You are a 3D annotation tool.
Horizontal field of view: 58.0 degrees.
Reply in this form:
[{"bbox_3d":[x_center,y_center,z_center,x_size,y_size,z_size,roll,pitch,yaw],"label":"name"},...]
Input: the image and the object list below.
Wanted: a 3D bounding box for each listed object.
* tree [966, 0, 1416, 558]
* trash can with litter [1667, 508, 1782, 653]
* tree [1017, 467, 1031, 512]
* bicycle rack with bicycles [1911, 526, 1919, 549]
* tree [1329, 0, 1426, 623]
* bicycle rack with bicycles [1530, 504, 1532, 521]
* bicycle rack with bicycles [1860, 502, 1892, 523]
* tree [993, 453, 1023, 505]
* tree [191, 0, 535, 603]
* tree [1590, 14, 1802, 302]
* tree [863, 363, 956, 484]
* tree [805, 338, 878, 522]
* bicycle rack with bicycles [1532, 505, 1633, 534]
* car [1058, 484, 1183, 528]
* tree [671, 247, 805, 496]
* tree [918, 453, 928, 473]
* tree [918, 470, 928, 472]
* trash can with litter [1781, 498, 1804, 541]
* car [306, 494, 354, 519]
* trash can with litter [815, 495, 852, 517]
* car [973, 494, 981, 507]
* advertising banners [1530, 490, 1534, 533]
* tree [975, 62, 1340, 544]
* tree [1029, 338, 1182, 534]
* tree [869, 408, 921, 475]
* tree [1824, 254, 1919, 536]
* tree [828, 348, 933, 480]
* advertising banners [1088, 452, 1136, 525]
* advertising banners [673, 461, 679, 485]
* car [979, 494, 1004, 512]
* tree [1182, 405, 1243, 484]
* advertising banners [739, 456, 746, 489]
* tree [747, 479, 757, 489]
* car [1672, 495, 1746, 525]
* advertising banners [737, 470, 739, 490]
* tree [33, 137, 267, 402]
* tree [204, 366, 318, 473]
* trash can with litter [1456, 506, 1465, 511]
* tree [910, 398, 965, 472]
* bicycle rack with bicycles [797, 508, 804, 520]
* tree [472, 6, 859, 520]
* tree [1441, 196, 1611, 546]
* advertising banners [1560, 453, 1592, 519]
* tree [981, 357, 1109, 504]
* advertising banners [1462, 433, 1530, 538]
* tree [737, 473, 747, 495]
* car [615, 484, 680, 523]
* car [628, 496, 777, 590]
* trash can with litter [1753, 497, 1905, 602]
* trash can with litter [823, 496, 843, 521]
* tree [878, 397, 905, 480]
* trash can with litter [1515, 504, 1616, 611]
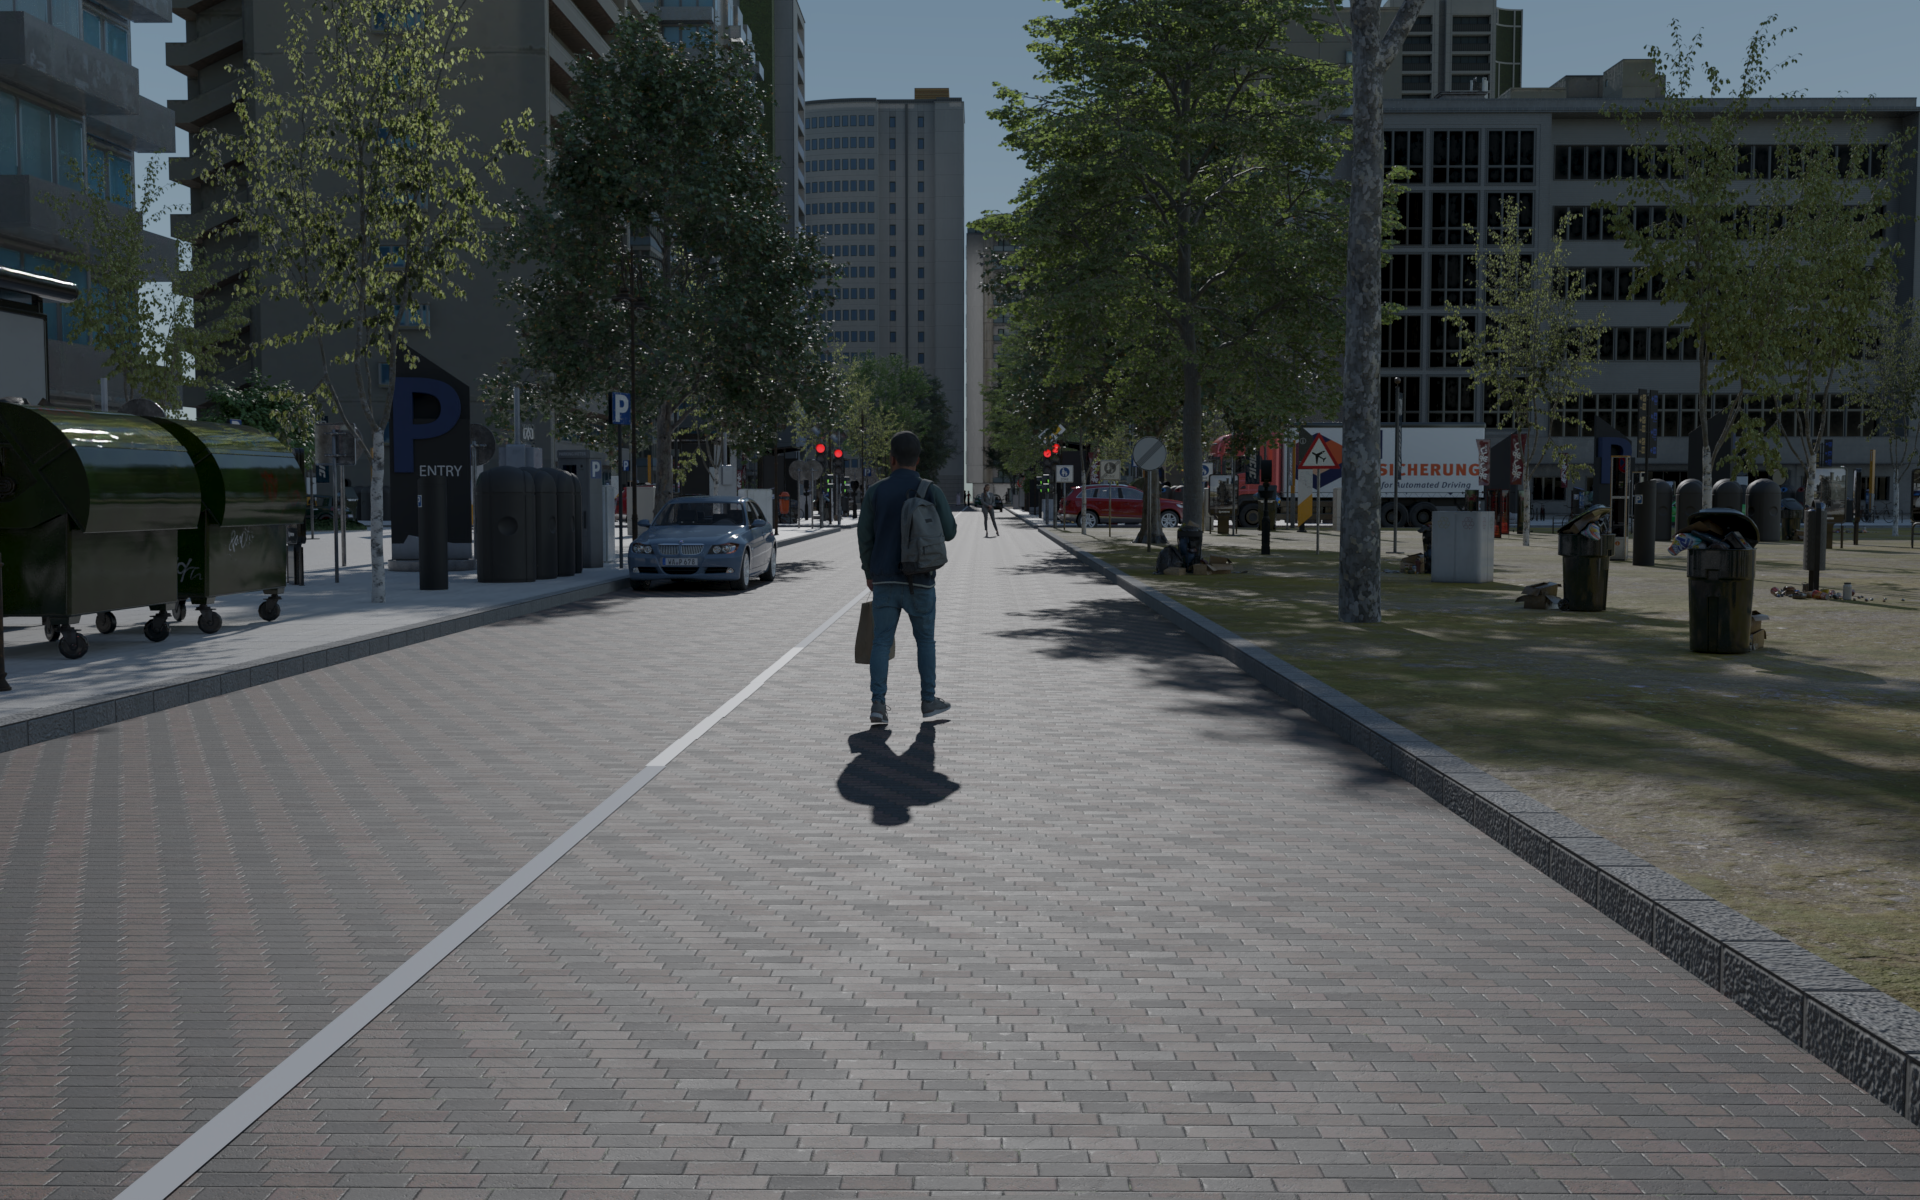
[{"bbox_3d":[3.669,-6.826,29.737,7.486,12.596,7.792,0,3,0],"label":"tree"},{"bbox_3d":[6.258,-0.173,14.221,0.624,1.170,1.055,3,4,37],"label":"trash can with litter"},{"bbox_3d":[4.951,-7.885,123.525,1.663,3.219,1.824,0,3,0],"label":"tree"},{"bbox_3d":[23.601,-1.650,40.352,2.852,0.926,2.925,-1,4,-15],"label":"bicycle rack with bicycles"},{"bbox_3d":[5.345,-9.802,16.157,12.611,20.169,13.585,0,3,0],"label":"tree"},{"bbox_3d":[26.855,-4.257,82.988,2.852,0.926,2.925,1,4,18],"label":"bicycle rack with bicycles"},{"bbox_3d":[40.510,-3.919,77.464,2.925,0.926,2.852,-1,4,-21],"label":"bicycle rack with bicycles"},{"bbox_3d":[6.187,-15.867,209.792,4.737,8.622,4.395,0,3,0],"label":"tree"},{"bbox_3d":[-6.984,-4.288,20.468,4.360,8.622,3.978,0,3,0],"label":"tree"},{"bbox_3d":[12.007,-4.693,27.093,4.737,8.622,4.395,0,3,0],"label":"tree"},{"bbox_3d":[-4.997,-16.118,170.180,9.857,13.997,8.962,0,3,0],"label":"tree"},{"bbox_3d":[-6.245,-7.974,80.732,4.360,8.622,3.978,0,3,0],"label":"tree"},{"bbox_3d":[20.626,-2.602,55.917,2.925,0.926,2.852,-3,5,-41],"label":"bicycle rack with bicycles"},{"bbox_3d":[6.514,-3.657,68.471,5.304,1.827,2.281,0,4,1],"label":"car"},{"bbox_3d":[-6.984,-6.071,49.631,4.360,8.622,3.978,0,3,0],"label":"tree"},{"bbox_3d":[-4.492,-14.900,193.973,4.360,8.622,3.978,0,3,0],"label":"tree"},{"bbox_3d":[-4.701,-12.488,187.886,4.285,4.588,4.351,0,3,0],"label":"tree"},{"bbox_3d":[22.978,-2.209,47.506,0.624,1.170,1.055,0,4,-6],"label":"trash can with litter"},{"bbox_3d":[-26.317,-3.617,68.929,4.222,1.686,2.009,0,4,-1],"label":"car"},{"bbox_3d":[-7.788,-5.869,107.019,2.233,1.210,1.678,0,4,2],"label":"trash can with litter"},{"bbox_3d":[2.529,-11.130,193.765,2.131,1.459,4.920,0,4,1],"label":"car"},{"bbox_3d":[17.363,-3.614,55.274,2.074,3.025,0.090,-1,4,-14],"label":"advertising banners"},{"bbox_3d":[5.042,-7.819,44.845,9.611,12.733,9.660,0,3,0],"label":"tree"},{"bbox_3d":[4.176,-6.400,55.002,4.360,8.622,3.978,0,3,0],"label":"tree"},{"bbox_3d":[-5.124,-11.770,142.807,4.737,8.622,4.395,0,3,0],"label":"tree"},{"bbox_3d":[28.342,-6.236,52.329,4.360,8.622,3.978,0,3,0],"label":"tree"},{"bbox_3d":[-5.654,-12.021,122.299,9.928,11.665,9.643,0,3,0],"label":"tree"},{"bbox_3d":[6.351,-4.633,71.939,2.074,3.025,0.090,0,4,5],"label":"advertising banners"},{"bbox_3d":[-14.314,-5.883,92.368,2.074,3.025,0.090,1,4,14],"label":"advertising banners"},{"bbox_3d":[2.559,-7.872,138.492,2.009,1.686,4.222,0,4,1],"label":"car"},{"bbox_3d":[11.525,-7.845,78.631,4.360,8.622,3.978,0,3,0],"label":"tree"},{"bbox_3d":[-7.477,-4.005,61.672,0.090,3.025,2.074,-1,4,-21],"label":"advertising banners"},{"bbox_3d":[-13.563,-7.690,120.340,1.663,3.219,1.824,0,3,0],"label":"tree"},{"bbox_3d":[28.803,-3.664,68.696,4.718,1.807,1.959,0,4,2],"label":"car"},{"bbox_3d":[-16.671,-7.885,125.108,2.074,3.025,0.090,-1,4,-20],"label":"advertising banners"},{"bbox_3d":[-17.266,-5.277,36.641,4.737,8.622,4.395,0,3,0],"label":"tree"},{"bbox_3d":[-18.057,-3.728,44.663,4.285,4.588,4.351,0,3,0],"label":"tree"},{"bbox_3d":[40.644,-7.897,140.496,0.624,1.170,1.055,2,4,29],"label":"trash can with litter"},{"bbox_3d":[-4.438,-18.318,209.873,12.009,13.543,11.850,0,3,0],"label":"tree"},{"bbox_3d":[-9.159,-4.234,82.600,2.925,0.926,2.852,1,4,12],"label":"bicycle rack with bicycles"},{"bbox_3d":[-6.951,-7.581,40.954,9.611,12.733,9.660,0,3,0],"label":"tree"},{"bbox_3d":[13.966,-5.636,42.516,4.360,8.622,3.978,0,3,0],"label":"tree"},{"bbox_3d":[25.863,-4.680,72.711,0.090,3.025,2.074,-1,4,-21],"label":"advertising banners"},{"bbox_3d":[5.092,-10.042,98.601,7.601,10.594,8.767,1,4,12],"label":"tree"},{"bbox_3d":[15.591,-3.326,50.574,0.090,3.025,2.074,-3,5,-41],"label":"advertising banners"},{"bbox_3d":[-16.526,-8.099,127.019,1.663,3.219,1.824,0,3,0],"label":"tree"},{"bbox_3d":[-11.154,-3.680,68.849,5.304,1.827,2.281,0,4,-1],"label":"car"},{"bbox_3d":[-3.982,-0.940,27.370,2.014,1.417,4.499,0,4,2],"label":"car"},{"bbox_3d":[10.799,-0.654,21.744,1.678,1.210,2.233,1,4,20],"label":"trash can with litter"},{"bbox_3d":[-6.073,-4.345,82.431,1.055,1.170,0.624,1,4,16],"label":"trash can with litter"},{"bbox_3d":[-5.610,-9.427,104.485,4.360,8.622,3.978,0,3,0],"label":"tree"},{"bbox_3d":[6.662,-0.473,19.126,0.624,1.170,1.055,-3,5,-44],"label":"trash can with litter"}]
